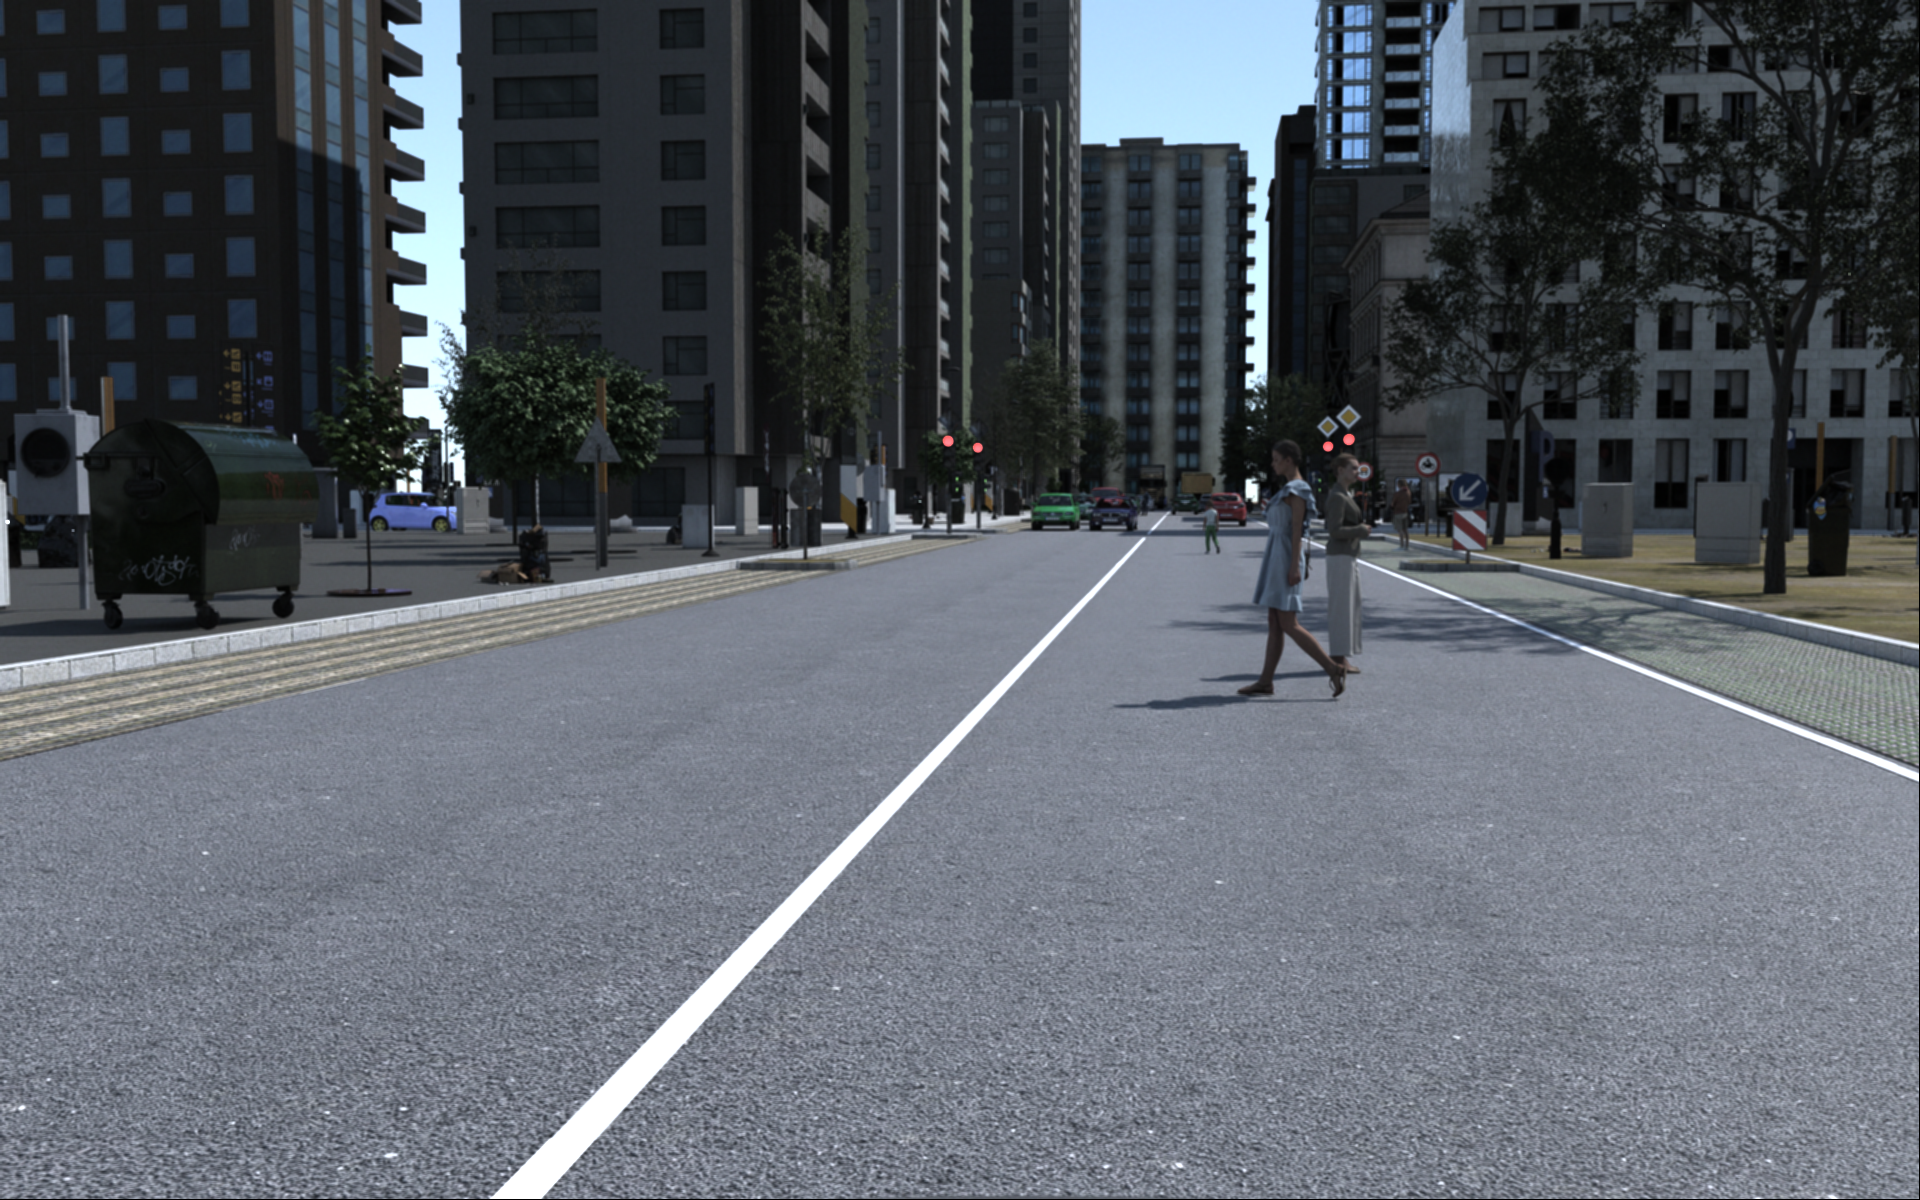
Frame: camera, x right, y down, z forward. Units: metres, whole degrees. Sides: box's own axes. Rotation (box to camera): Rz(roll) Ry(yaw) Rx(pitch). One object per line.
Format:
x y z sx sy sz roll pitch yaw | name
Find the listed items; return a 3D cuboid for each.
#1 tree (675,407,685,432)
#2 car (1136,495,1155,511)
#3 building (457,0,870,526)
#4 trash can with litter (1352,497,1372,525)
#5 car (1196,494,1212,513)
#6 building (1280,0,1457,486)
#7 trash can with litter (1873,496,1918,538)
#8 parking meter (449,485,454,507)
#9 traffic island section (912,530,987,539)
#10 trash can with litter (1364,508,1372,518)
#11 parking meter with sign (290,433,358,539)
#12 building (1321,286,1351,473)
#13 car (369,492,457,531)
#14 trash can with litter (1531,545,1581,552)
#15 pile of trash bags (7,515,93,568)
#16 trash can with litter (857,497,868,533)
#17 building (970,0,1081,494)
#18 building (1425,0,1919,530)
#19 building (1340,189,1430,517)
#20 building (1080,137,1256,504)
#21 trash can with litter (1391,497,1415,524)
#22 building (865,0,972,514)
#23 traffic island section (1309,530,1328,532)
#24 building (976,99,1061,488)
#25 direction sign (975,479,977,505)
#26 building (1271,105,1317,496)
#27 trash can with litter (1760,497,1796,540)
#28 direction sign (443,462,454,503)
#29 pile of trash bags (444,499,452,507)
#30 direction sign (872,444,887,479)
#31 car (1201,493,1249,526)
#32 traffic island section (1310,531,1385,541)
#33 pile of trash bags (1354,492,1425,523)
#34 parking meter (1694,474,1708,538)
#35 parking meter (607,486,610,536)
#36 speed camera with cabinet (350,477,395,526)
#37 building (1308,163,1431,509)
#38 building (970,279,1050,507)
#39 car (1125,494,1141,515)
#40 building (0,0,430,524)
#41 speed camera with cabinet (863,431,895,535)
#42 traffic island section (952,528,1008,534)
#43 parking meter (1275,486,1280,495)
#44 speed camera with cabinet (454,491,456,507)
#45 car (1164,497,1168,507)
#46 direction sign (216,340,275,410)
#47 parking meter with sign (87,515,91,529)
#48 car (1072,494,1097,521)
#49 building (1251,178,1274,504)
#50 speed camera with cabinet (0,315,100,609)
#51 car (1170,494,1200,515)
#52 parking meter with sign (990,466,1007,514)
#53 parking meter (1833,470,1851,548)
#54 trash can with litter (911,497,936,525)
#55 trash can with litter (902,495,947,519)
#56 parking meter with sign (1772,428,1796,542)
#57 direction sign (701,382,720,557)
-7.746 -3.318 37.969 4.285 4.588 4.351 0 3 0 | tree
15.715 -8.332 148.593 2.083 1.381 4.827 0 4 7 | car
-12.060 -18.518 74.471 14.160 30.474 14.107 0 4 7 | building
16.530 -3.648 71.030 1.055 1.170 0.624 2 4 31 | trash can with litter
19.106 -7.384 132.729 2.014 1.417 4.499 0 4 7 | car
44.905 -52.776 175.553 22.319 86.520 31.000 0 4 7 | building
27.976 -2.474 51.503 1.678 1.210 2.233 3 4 36 | trash can with litter
-33.000 -6.534 112.541 0.255 1.863 0.399 0 4 1 | parking meter
-0.365 -2.063 56.016 2.009 0.180 2.903 0 4 7 | traffic island section
21.445 -4.999 92.787 1.678 1.210 2.233 -3 5 -39 | trash can with litter
-18.326 -3.283 49.944 1.738 3.016 0.543 -1 4 -10 | parking meter with sign
34.948 -15.847 126.549 16.820 18.784 16.811 0 4 7 | building
-19.615 -3.279 63.196 3.694 1.707 1.945 1 4 8 | car
13.789 -1.674 38.426 2.233 1.210 1.678 1 4 9 | trash can with litter
-17.129 -1.273 30.562 3.447 1.369 1.912 -1 4 -10 | pile of trash bags
-3.420 -2.775 56.752 0.624 1.170 1.055 -1 4 -22 | trash can with litter
3.175 -46.624 200.559 20.611 71.187 20.563 0 4 7 | building
27.743 -13.038 67.916 16.860 20.320 10.420 0 4 7 | building
28.869 -14.612 103.531 10.561 19.102 19.286 0 4 7 | building
24.492 -37.670 235.507 30.456 49.044 23.786 0 4 7 | building
18.715 -3.772 73.054 1.055 1.170 0.624 3 5 43 | trash can with litter
-7.004 -26.251 112.802 14.154 41.232 14.086 0 4 7 | building
13.204 -2.448 62.298 2.009 0.180 2.903 0 4 7 | traffic island section
2.603 -30.072 175.263 14.154 41.232 14.086 0 4 7 | building
1.283 -8.937 138.114 0.379 3.537 0.876 0 4 6 | direction sign
43.453 -33.617 199.748 14.600 45.320 14.200 0 4 7 | building
22.460 -2.311 48.849 2.233 1.210 1.678 1 4 18 | trash can with litter
-36.250 -8.004 122.855 0.876 3.537 0.379 1 4 23 | direction sign
-27.677 -4.913 90.080 1.912 1.369 3.447 1 4 9 | pile of trash bags
-3.773 -5.535 82.495 0.379 3.537 0.876 1 4 9 | direction sign
11.959 -4.223 78.094 2.155 1.783 4.494 0 4 7 | car
12.170 -1.963 54.380 2.009 0.180 2.903 0 4 7 | traffic island section
19.229 -4.107 76.895 3.447 1.369 1.912 1 4 10 | pile of trash bags
21.697 -2.753 50.723 0.255 1.863 0.399 3 5 43 | parking meter
-10.922 -2.732 53.077 0.372 1.533 0.369 0 3 0 | parking meter
-24.199 -4.711 71.368 0.660 3.252 2.038 2 4 24 | speed camera with cabinet
38.240 -23.469 155.422 14.160 30.474 14.107 0 4 7 | building
-6.831 -18.986 155.459 27.650 21.520 28.899 0 4 7 | building
11.722 -6.735 121.913 2.131 1.459 4.920 0 4 8 | car
-33.858 -26.146 77.605 14.200 45.320 14.600 0 4 7 | building
-2.575 -3.722 55.196 0.660 3.252 2.038 1 4 12 | speed camera with cabinet
0.669 -2.548 63.934 2.009 0.180 2.903 0 4 7 | traffic island section
24.427 -7.805 133.321 0.399 1.863 0.255 -3 5 -40 | parking meter
-26.080 -6.038 93.060 2.038 3.252 0.660 -2 4 -26 | speed camera with cabinet
22.410 -11.339 194.980 1.945 1.707 3.694 1 4 9 | car
-10.596 -2.071 25.855 0.379 3.537 0.876 2 4 33 | direction sign
-23.529 -3.191 48.440 1.738 3.016 0.543 -3 5 -43 | parking meter with sign
5.747 -4.354 82.994 2.131 1.459 4.920 0 4 7 | car
53.724 -35.217 230.426 28.867 44.769 22.147 0 4 7 | building
-10.596 -1.511 19.035 2.038 3.252 0.660 0 3 0 | speed camera with cabinet
15.700 -6.669 120.838 2.131 1.459 4.920 0 4 7 | car
2.636 -6.939 109.712 0.543 3.016 1.738 2 4 35 | parking meter with sign
21.137 -2.194 41.590 0.399 1.863 0.255 1 4 15 | parking meter
-1.526 -3.734 72.444 1.055 1.170 0.624 0 4 4 | trash can with litter
-1.808 -4.838 90.151 2.233 1.210 1.678 1 4 11 | trash can with litter
22.225 -3.082 46.659 0.543 3.016 1.738 2 4 29 | parking meter with sign
-5.144 -2.668 35.616 0.379 3.537 0.876 -1 4 -20 | direction sign
